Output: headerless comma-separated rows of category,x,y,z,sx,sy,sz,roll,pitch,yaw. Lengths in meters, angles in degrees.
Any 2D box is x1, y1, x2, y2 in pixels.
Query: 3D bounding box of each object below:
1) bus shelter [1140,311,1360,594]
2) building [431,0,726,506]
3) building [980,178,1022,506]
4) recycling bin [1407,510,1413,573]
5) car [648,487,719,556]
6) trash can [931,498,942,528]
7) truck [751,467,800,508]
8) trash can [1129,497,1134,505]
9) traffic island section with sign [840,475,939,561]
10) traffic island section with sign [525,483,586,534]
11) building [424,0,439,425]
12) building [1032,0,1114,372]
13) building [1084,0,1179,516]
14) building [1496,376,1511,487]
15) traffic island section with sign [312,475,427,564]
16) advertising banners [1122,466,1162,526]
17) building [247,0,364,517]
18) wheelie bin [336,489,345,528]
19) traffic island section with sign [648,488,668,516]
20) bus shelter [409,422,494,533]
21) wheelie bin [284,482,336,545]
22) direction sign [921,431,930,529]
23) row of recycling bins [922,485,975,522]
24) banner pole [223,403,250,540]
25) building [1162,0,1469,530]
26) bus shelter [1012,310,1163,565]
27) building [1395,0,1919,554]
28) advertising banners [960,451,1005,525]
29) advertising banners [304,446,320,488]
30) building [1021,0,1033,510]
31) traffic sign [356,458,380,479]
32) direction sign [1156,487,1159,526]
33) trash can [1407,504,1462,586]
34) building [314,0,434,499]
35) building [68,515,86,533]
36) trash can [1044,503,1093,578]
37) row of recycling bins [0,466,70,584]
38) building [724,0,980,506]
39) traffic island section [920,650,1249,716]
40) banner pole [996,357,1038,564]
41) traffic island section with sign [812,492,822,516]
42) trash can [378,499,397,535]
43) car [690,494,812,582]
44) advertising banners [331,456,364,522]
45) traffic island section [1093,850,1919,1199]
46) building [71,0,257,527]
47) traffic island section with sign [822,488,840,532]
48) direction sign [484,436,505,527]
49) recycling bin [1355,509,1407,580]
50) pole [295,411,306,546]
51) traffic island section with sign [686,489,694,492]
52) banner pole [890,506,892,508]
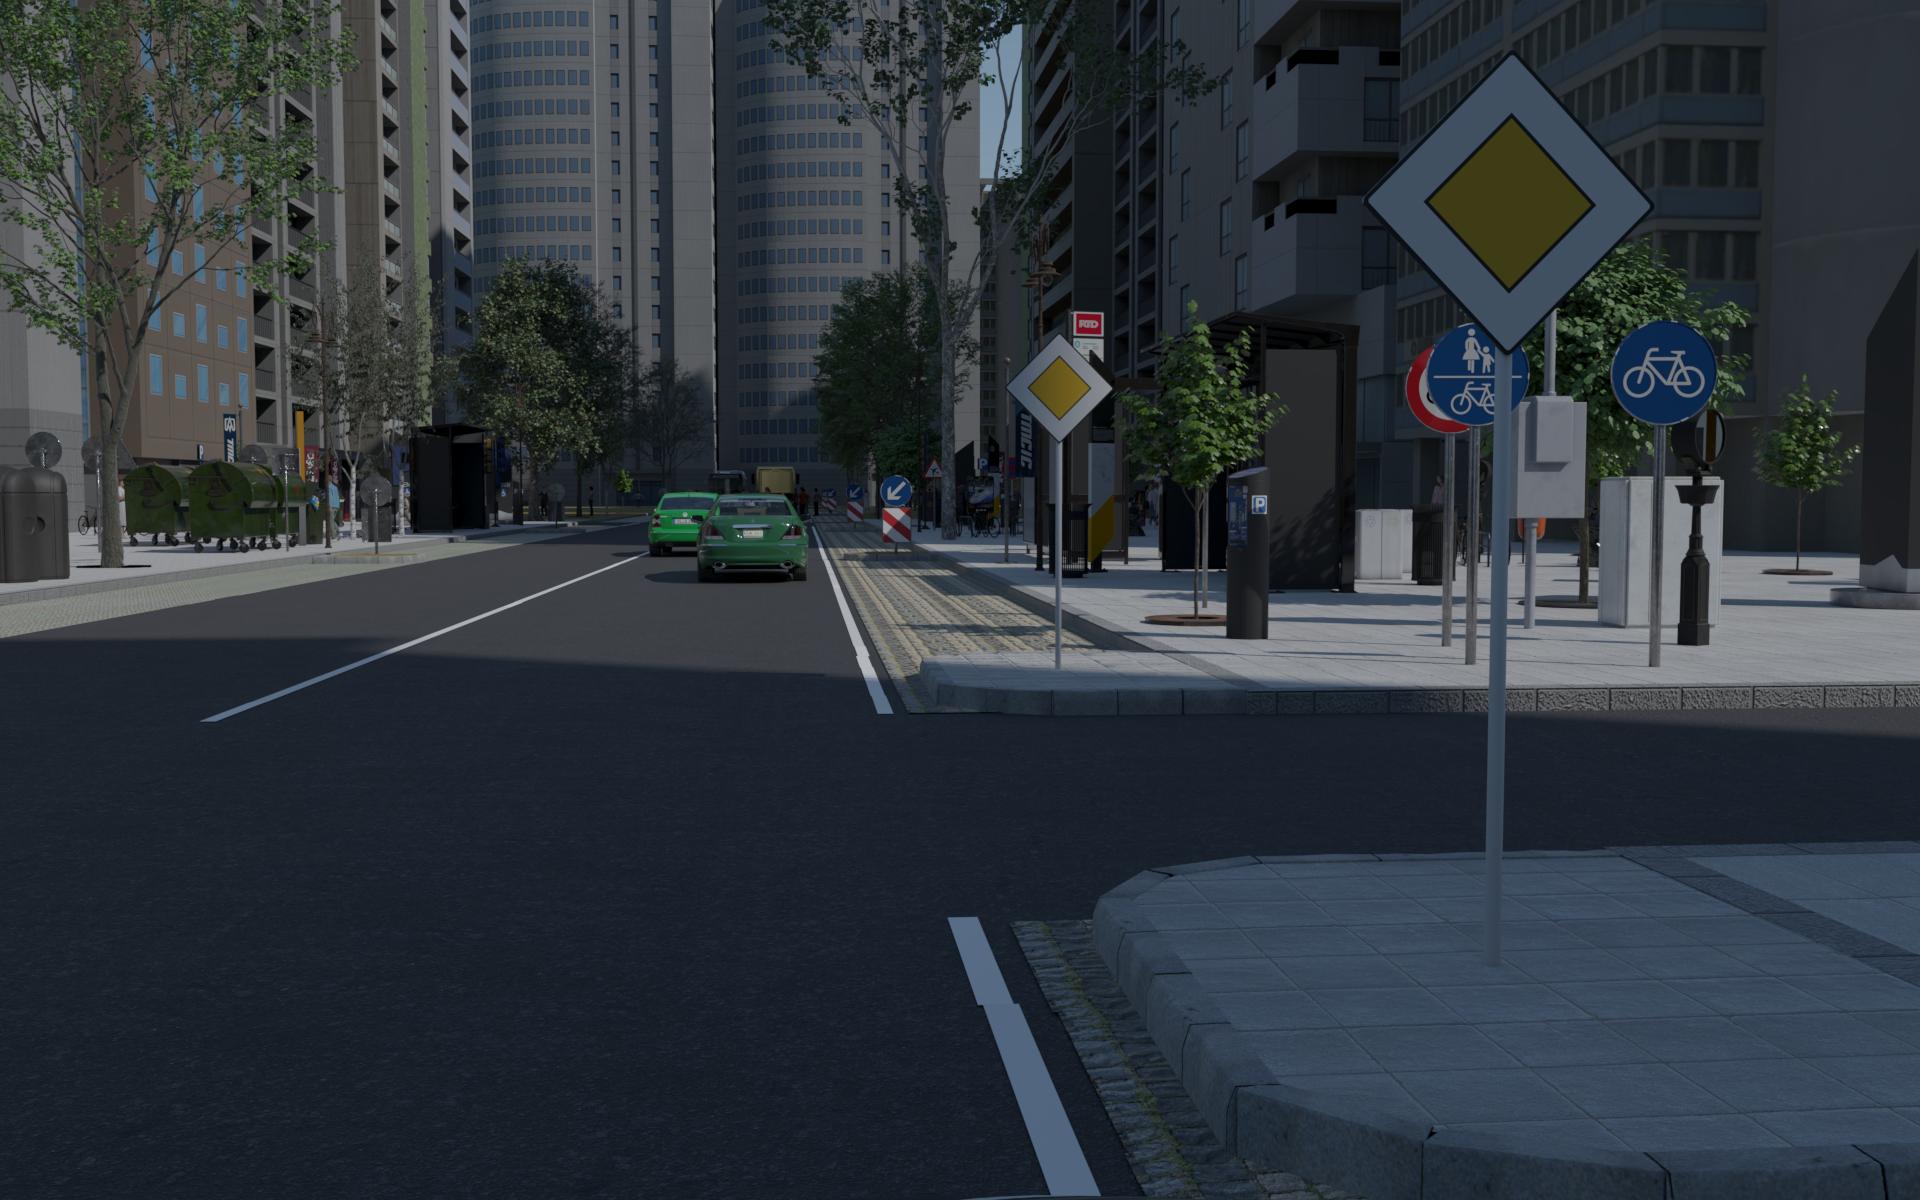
bus shelter,4.093,-2.087,25.405,1.731,3.624,6.357,0,4,-5
building,-41.005,-39.710,191.259,28.212,58.520,21.231,0,4,-5
building,12.620,-31.246,202.749,23.993,40.220,32.217,0,4,-5
recycling bin,6.987,-0.965,28.326,0.722,1.027,0.722,-1,4,-17
car,-6.366,-1.986,41.264,1.959,1.807,4.718,0,4,-4
trash can,-0.737,-3.310,65.771,0.748,1.137,0.748,0,3,0
truck,-12.867,-7.642,120.867,3.469,3.379,9.791,0,4,-6
trash can,7.819,-4.048,77.834,0.748,1.137,0.748,0,3,0
traffic island section with sign,-1.527,-1.769,37.547,1.989,1.847,2.006,0,4,-5
traffic island section with sign,-14.787,-3.352,63.435,1.989,1.847,2.006,0,4,-5
building,-53.107,-36.246,134.626,28.212,58.520,21.231,0,4,-5
building,17.234,-30.745,126.375,21.300,48.544,21.600,0,4,-5
building,19.046,-40.761,104.695,20.563,71.187,20.611,0,4,-5
building,47.691,-50.688,141.413,31.000,86.520,22.319,0,4,-5
traffic island section with sign,-12.267,-1.685,36.180,1.989,1.847,2.006,0,4,-5
advertising banners,7.144,-4.461,69.117,2.074,3.025,0.090,1,4,19
building,-44.326,-40.038,92.879,20.563,71.187,20.611,0,4,-5
wheelie bin,-24.008,-3.574,66.335,0.693,1.594,0.980,0,4,-2
traffic island section with sign,-19.400,-6.413,113.478,1.989,1.847,2.006,0,4,-5
bus shelter,-17.453,-4.187,59.742,1.731,3.624,6.357,0,4,-5
wheelie bin,-16.636,-2.217,44.150,0.980,1.594,0.693,1,4,20
direction sign,-1.265,-4.337,62.913,0.379,3.537,0.876,-1,4,-20
row of recycling bins,-0.259,-4.467,80.146,3.534,1.692,1.069,3,4,36
banner pole,-19.952,-3.528,47.703,0.401,3.779,0.863,1,4,22
building,24.713,-29.684,74.574,28.713,52.752,27.495,0,4,-5
bus shelter,2.339,-3.540,35.505,2.179,5.291,8.768,0,4,-5
building,26.026,-21.555,44.302,23.993,40.220,32.217,0,4,-5
advertising banners,0.973,-4.555,70.665,2.074,3.025,0.090,-2,4,-25
advertising banners,-24.179,-4.051,62.415,2.074,3.025,0.090,-1,4,-18
building,11.855,-28.159,143.989,14.154,41.232,14.086,0,4,-5
traffic sign,-20.468,-3.669,59.991,0.884,2.594,0.081,0,4,-4
direction sign,8.079,-4.808,70.600,0.379,3.537,0.876,-1,4,-23
trash can,6.681,-0.780,24.411,0.748,1.137,0.748,0,3,0
building,-42.765,-26.175,111.560,14.154,41.232,14.086,0,4,-5
building,-38.736,-30.576,41.911,21.231,58.520,28.212,0,4,-5
trash can,1.663,-0.911,26.551,0.748,1.137,0.748,0,3,0
row of recycling bins,-14.026,-1.078,24.739,1.069,1.692,3.534,0,4,8
building,-12.777,-39.837,193.335,28.212,58.520,21.231,0,4,-5
traffic island section,0.761,0.588,12.664,2.009,0.180,2.903,0,4,-5
banner pole,1.078,-2.562,31.908,0.863,3.779,0.401,-1,4,-18
traffic island section with sign,-8.575,-6.444,113.991,1.989,1.847,2.006,0,4,-5
trash can,-18.192,-2.645,54.899,0.748,1.137,0.748,0,3,0
car,-3.587,-1.106,29.876,2.131,1.459,4.920,0,4,-7
advertising banners,-28.213,-5.111,79.756,2.074,3.025,0.090,2,4,29
traffic island section,1.494,1.075,4.713,2.009,0.180,2.903,0,4,-5
building,-38.872,-25.778,71.577,14.600,45.320,14.200,0,4,-5
traffic island section with sign,-4.108,-3.483,65.574,1.989,1.847,2.006,0,4,-5
direction sign,-18.127,-4.616,67.464,0.876,3.537,0.379,-3,4,-37
recycling bin,6.242,-0.839,26.268,0.722,1.027,0.722,-1,4,-10
pole,-16.308,-2.997,42.848,0.158,3.312,0.155,0,3,0
traffic island section with sign,-21.941,-8.102,141.091,1.989,1.847,2.006,0,4,-5
banner pole,-3.446,-5.925,86.895,0.401,3.779,0.863,0,4,-8
